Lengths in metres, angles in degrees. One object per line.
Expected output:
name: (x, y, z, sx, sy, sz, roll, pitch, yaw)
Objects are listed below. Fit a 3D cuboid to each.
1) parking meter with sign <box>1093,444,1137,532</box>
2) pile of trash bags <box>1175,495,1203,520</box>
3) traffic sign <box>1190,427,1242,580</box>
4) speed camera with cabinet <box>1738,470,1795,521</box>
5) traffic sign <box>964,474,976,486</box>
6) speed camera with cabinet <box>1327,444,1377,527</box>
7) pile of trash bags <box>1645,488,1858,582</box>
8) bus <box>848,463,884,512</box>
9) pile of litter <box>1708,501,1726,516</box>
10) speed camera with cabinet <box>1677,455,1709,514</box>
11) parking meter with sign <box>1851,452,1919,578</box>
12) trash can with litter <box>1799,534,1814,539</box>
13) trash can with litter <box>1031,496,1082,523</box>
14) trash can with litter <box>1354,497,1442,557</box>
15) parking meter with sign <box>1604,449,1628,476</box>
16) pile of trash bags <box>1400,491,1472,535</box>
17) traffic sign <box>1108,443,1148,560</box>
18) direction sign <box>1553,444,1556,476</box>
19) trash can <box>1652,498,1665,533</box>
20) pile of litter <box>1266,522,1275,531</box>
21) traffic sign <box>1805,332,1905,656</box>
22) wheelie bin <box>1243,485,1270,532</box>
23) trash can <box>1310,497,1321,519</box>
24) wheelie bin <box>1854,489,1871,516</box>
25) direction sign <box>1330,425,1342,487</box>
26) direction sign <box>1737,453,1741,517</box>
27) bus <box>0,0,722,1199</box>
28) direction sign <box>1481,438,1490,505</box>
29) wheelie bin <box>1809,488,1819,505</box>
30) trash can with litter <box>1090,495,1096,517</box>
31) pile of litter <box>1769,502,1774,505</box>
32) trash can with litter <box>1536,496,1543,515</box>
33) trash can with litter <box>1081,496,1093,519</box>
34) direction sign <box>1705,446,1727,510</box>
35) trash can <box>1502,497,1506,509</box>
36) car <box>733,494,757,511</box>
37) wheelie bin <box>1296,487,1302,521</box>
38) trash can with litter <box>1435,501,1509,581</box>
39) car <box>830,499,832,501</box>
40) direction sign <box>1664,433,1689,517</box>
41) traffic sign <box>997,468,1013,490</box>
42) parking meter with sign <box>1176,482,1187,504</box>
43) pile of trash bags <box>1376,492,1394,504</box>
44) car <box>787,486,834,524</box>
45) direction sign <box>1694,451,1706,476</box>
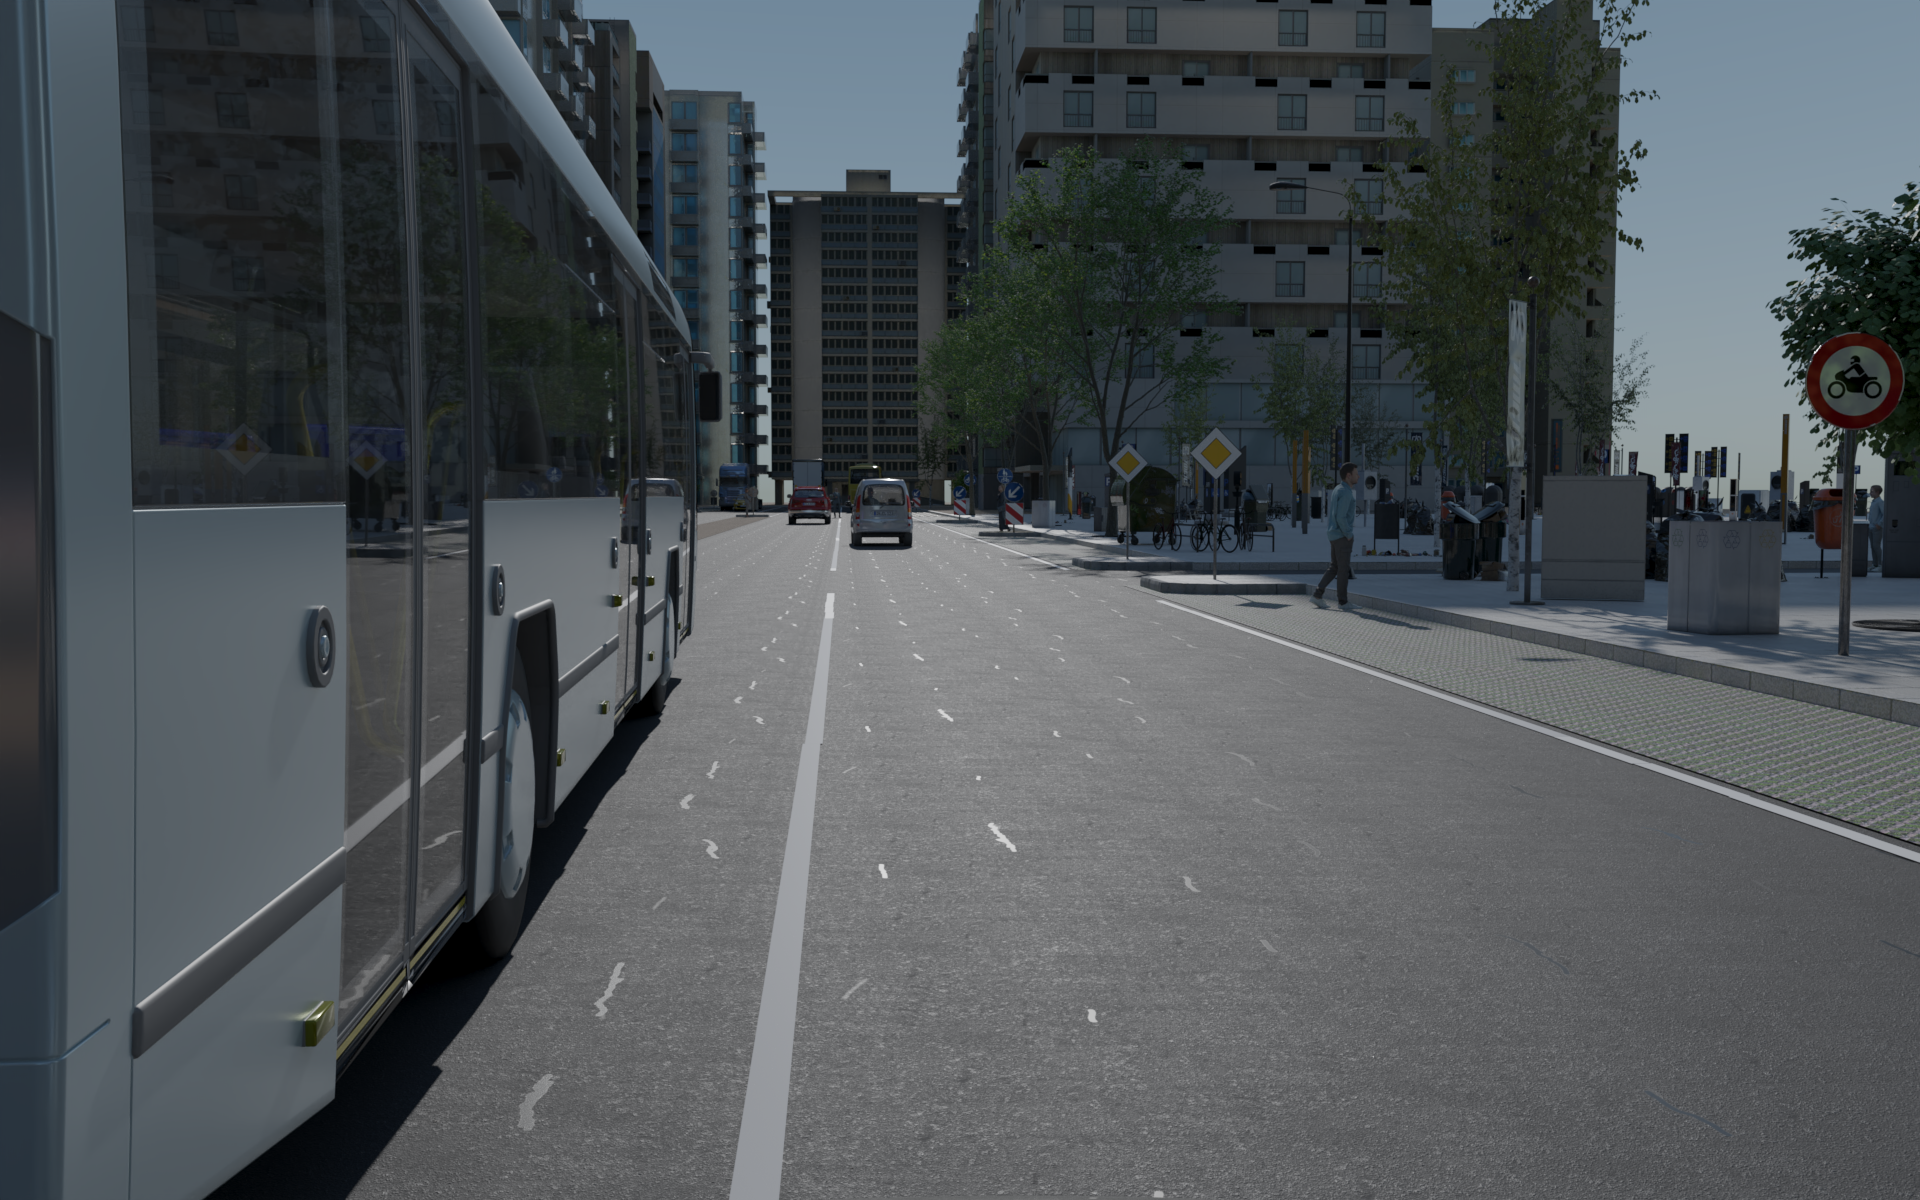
parking meter with sign: (5.300, -3.869, 59.511, 0.543, 3.016, 1.738, 3, 5, 45)
pile of trash bags: (11.458, -4.668, 86.079, 1.912, 1.369, 3.447, -3, 5, -41)
traffic sign: (3.818, -1.362, 25.916, 0.795, 2.450, 0.064, 0, 4, -4)
speed camera with cabinet: (31.240, -4.452, 67.127, 0.660, 3.252, 2.038, -2, 4, -29)
traffic sign: (0.636, -6.614, 108.247, 0.768, 2.556, 0.104, 0, 4, 4)
speed camera with cabinet: (15.284, -4.471, 67.431, 2.038, 3.252, 0.660, -2, 4, -29)
pile of trash bags: (11.745, -0.998, 26.077, 3.447, 1.369, 1.912, 0, 4, -3)
bus: (-7.508, -8.999, 138.680, 2.896, 3.916, 12.252, 0, 4, -2)
pile of litter: (44.890, -5.449, 103.058, 1.176, 0.858, 1.719, 0, 4, 6)
speed camera with cabinet: (37.306, -5.734, 88.094, 2.038, 3.252, 0.660, -3, 4, -36)
parking meter with sign: (14.525, -1.851, 26.527, 1.738, 3.016, 0.543, 2, 4, 27)
trash can with litter: (24.902, -2.367, 49.755, 2.233, 1.210, 1.678, -1, 4, -23)
trash can with litter: (3.994, -3.972, 76.007, 2.233, 1.210, 1.678, -1, 4, -8)
trash can with litter: (9.193, -1.515, 35.832, 2.233, 1.210, 1.678, 2, 4, 28)
parking meter with sign: (25.908, -4.364, 67.605, 1.738, 3.016, 0.543, -1, 4, -10)
pile of trash bags: (15.021, -2.715, 54.145, 1.912, 1.369, 3.447, 0, 4, 6)
traffic sign: (3.280, -1.850, 33.883, 0.795, 2.450, 0.064, 0, 4, -4)
direction sign: (27.185, -5.338, 79.266, 0.379, 3.537, 0.876, 1, 4, 13)
trash can: (22.768, -2.768, 56.916, 0.748, 1.137, 0.748, 0, 3, 0)
pile of litter: (10.592, -2.875, 60.978, 1.719, 0.858, 1.176, -3, 5, -44)
traffic sign: (7.029, -0.831, 13.701, 0.768, 2.556, 0.104, 0, 4, 2)
wheelie bin: (10.001, -3.107, 58.711, 0.980, 1.594, 0.693, -3, 4, -36)
trash can: (18.525, -4.784, 89.868, 0.748, 1.137, 0.748, 0, 3, 0)
wheelie bin: (52.235, -5.654, 100.344, 0.980, 1.594, 0.693, 1, 4, 21)
direction sign: (12.383, -3.979, 57.060, 0.379, 3.537, 0.876, 2, 4, 35)
direction sign: (42.717, -6.301, 95.015, 0.379, 3.537, 0.876, 2, 4, 30)
bus: (-2.884, -0.825, 8.341, 2.948, 3.499, 13.247, 0, 4, -5)
direction sign: (21.268, -4.779, 70.132, 0.379, 3.537, 0.876, 3, 4, 38)
wheelie bin: (46.771, -5.314, 94.789, 0.980, 1.594, 0.693, -1, 4, -18)
trash can with litter: (7.187, -5.204, 96.150, 1.678, 1.210, 2.233, -2, 4, -34)
pile of litter: (45.651, -5.057, 96.643, 1.176, 0.858, 1.719, 1, 4, 13)
trash can with litter: (35.598, -5.706, 104.349, 2.233, 1.210, 1.678, 3, 4, 39)
trash can with litter: (6.590, -4.775, 89.461, 0.624, 1.170, 1.055, 0, 4, 0)
direction sign: (36.152, -5.540, 82.582, 0.379, 3.537, 0.876, -2, 4, -27)
trash can: (26.317, -4.465, 84.663, 0.748, 1.137, 0.748, 0, 3, 0)
car: (-17.985, -8.257, 145.219, 2.015, 1.641, 3.980, 0, 4, -2)
wheelie bin: (16.197, -4.567, 82.578, 0.693, 1.594, 0.980, 0, 4, 8)
trash can with litter: (7.702, -0.885, 25.860, 1.055, 1.170, 0.624, 2, 4, 34)
car: (-10.167, -6.846, 123.735, 2.131, 1.459, 4.920, 0, 4, -5)
direction sign: (26.791, -4.454, 64.820, 0.379, 3.537, 0.876, -3, 5, -44)
traffic sign: (2.236, -5.249, 85.932, 0.768, 2.556, 0.104, 0, 4, 1)
parking meter with sign: (11.719, -6.088, 95.792, 1.738, 3.016, 0.543, 1, 4, 16)
pile of trash bags: (23.110, -5.043, 92.204, 1.912, 1.369, 3.447, 0, 4, 2)
car: (-7.278, -4.613, 84.089, 2.281, 1.827, 5.304, 0, 4, -4)
direction sign: (38.810, -6.028, 90.552, 0.876, 3.537, 0.379, 0, 4, -3)
